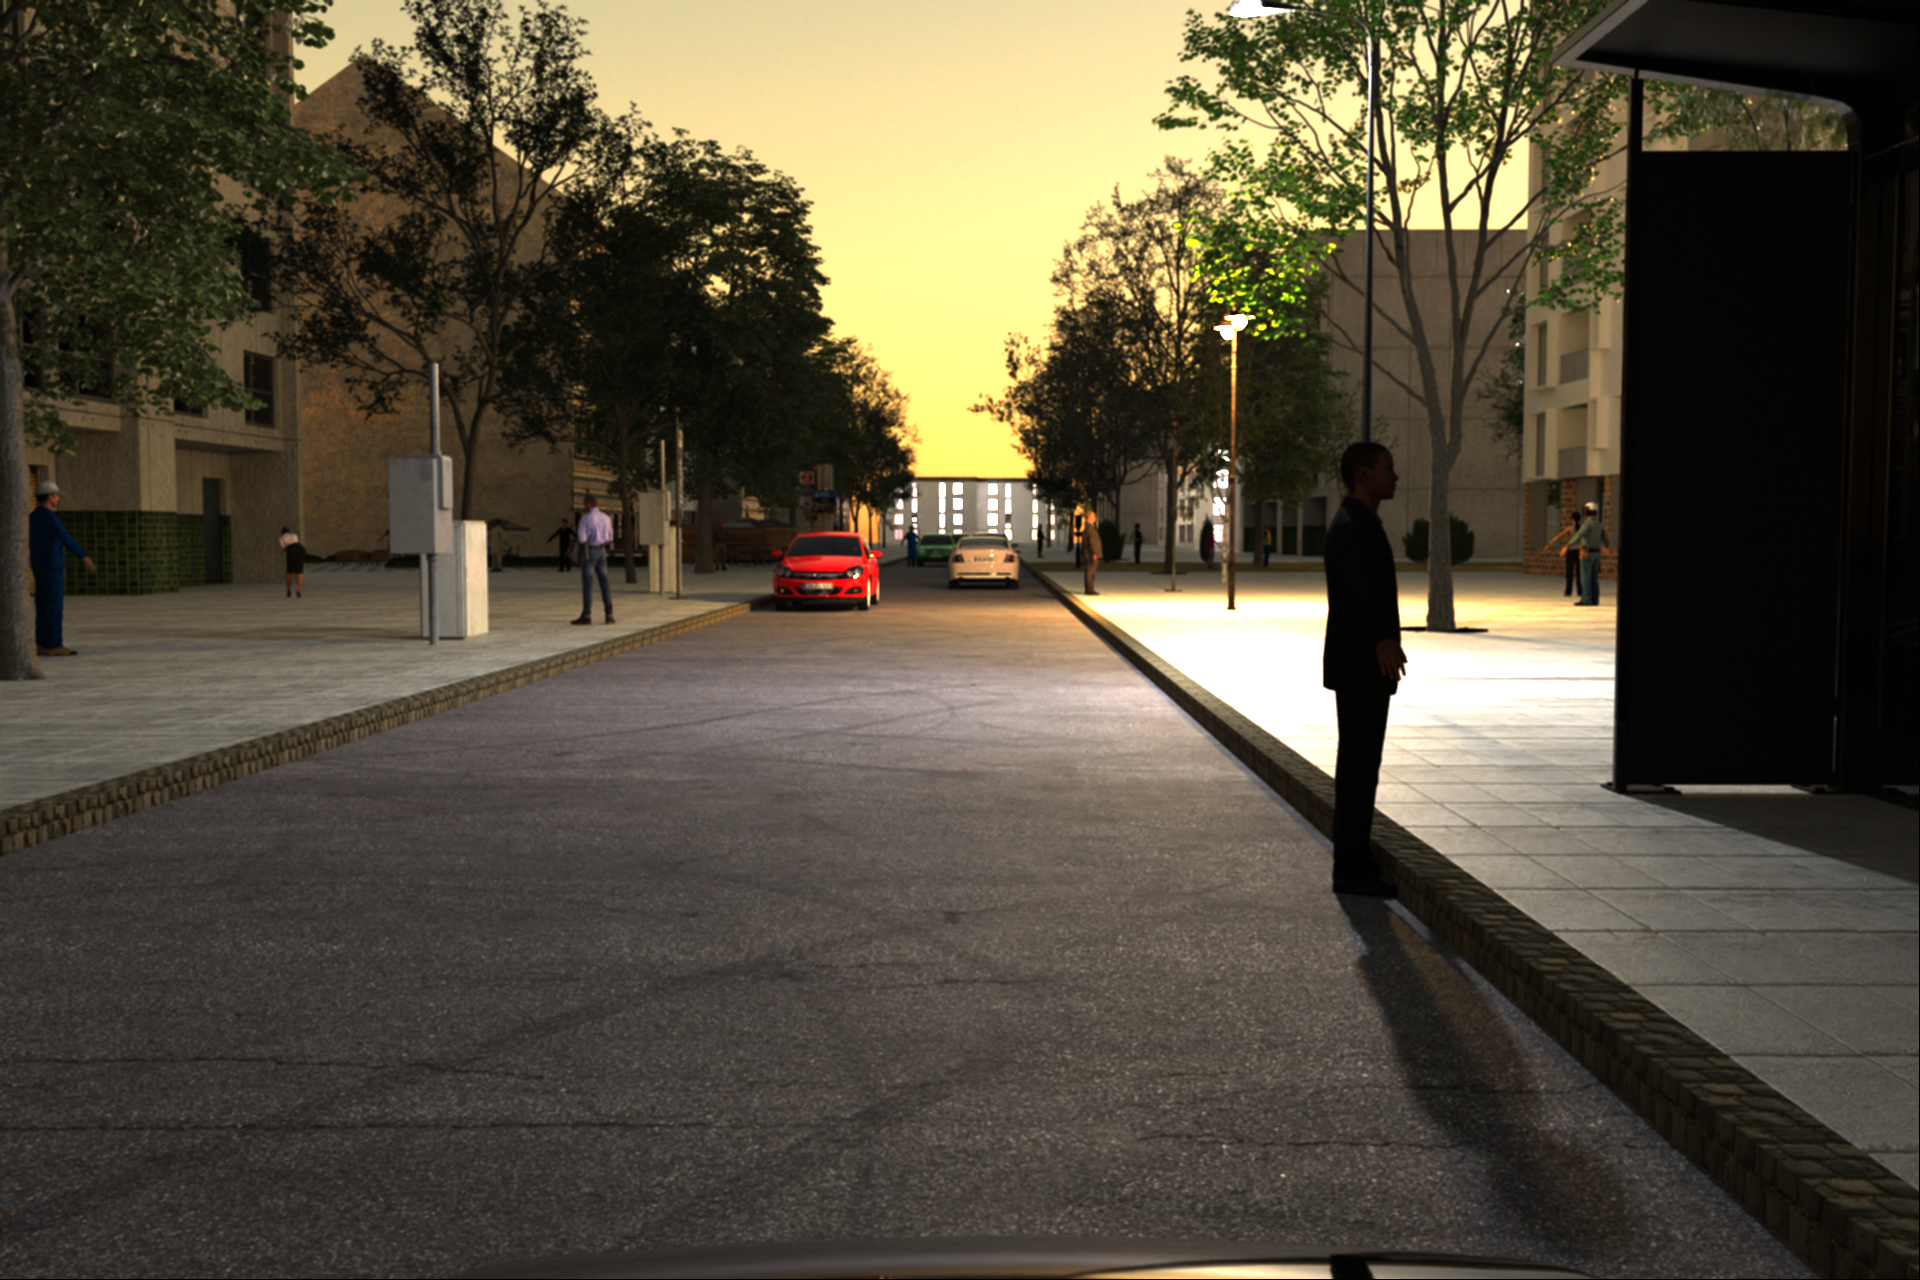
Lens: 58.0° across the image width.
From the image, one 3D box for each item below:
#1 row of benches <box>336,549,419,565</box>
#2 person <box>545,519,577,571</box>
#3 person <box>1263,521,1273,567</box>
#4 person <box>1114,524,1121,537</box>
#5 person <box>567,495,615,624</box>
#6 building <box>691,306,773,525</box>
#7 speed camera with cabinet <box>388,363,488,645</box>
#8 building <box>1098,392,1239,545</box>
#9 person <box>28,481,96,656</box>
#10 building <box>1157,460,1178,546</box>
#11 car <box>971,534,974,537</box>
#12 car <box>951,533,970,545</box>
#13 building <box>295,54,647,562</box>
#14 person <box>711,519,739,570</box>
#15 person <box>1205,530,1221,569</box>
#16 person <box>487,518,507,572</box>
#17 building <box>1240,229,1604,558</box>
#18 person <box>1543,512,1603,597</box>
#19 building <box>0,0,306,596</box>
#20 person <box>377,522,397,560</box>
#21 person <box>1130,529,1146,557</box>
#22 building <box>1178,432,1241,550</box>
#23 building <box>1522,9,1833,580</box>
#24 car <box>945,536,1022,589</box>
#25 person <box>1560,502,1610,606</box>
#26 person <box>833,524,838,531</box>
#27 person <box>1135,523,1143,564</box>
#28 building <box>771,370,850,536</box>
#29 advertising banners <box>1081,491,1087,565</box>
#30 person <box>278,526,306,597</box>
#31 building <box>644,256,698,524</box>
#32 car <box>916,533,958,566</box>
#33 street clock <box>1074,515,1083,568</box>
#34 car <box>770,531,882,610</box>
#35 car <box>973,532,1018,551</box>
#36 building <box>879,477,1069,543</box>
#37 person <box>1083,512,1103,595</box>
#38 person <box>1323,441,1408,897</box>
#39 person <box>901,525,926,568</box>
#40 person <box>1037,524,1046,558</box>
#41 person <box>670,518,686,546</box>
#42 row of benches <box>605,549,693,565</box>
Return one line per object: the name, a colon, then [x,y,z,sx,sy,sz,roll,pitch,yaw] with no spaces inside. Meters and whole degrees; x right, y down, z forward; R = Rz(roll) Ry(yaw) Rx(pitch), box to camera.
row of benches: [-23.701,-3.442,71.731,4.104,0.672,1.422,0,4,5]
person: [-13.571,-3.254,59.388,1.347,1.806,0.705,1,4,15]
person: [11.952,-3.701,66.978,0.721,1.772,1.216,1,4,20]
person: [8.004,-5.097,89.198,0.705,1.847,1.347,-2,4,-27]
person: [-5.273,-1.147,24.659,0.599,1.838,0.709,3,5,44]
building: [-25.437,-18.799,138.291,19.493,23.208,18.063,0,4,1]
speed camera with cabinet: [-6.275,-1.622,20.858,0.660,3.252,2.038,0,4,1]
building: [27.039,-21.740,221.910,16.747,18.905,31.486,0,4,1]
person: [-9.607,-0.760,18.311,1.347,1.842,0.705,2,4,34]
building: [27.297,-14.977,187.013,9.099,9.664,28.070,0,4,0]
car: [1.397,-6.667,120.802,2.131,1.459,4.920,0,4,1]
car: [-0.101,-5.255,94.720,1.959,1.807,4.718,0,4,1]
building: [-27.166,-15.781,88.944,19.493,23.208,18.063,0,4,1]
person: [-8.470,-3.366,61.311,1.348,1.796,0.705,-2,4,-32]
person: [9.228,-3.304,63.280,0.599,1.433,0.991,-2,4,-27]
person: [-15.742,-3.220,58.736,1.344,1.819,0.704,3,4,38]
building: [28.507,-14.848,109.223,16.747,18.905,31.486,0,4,1]
person: [12.617,-1.761,35.608,1.217,1.737,0.721,0,4,1]
building: [-25.486,-9.938,28.944,16.747,18.905,31.486,0,3,0]
person: [-22.963,-3.906,70.004,0.704,1.843,1.345,2,4,33]
person: [9.765,-5.457,95.409,0.705,1.806,1.347,-2,4,-32]
building: [23.636,-12.178,141.255,9.099,9.664,28.070,0,4,1]
building: [23.183,-12.064,53.671,16.016,20.090,11.380,0,4,1]
car: [0.624,-2.083,46.427,2.083,1.381,4.827,0,4,0]
person: [11.255,-1.540,31.016,1.345,1.849,0.704,-2,4,-35]
person: [-6.853,-5.502,95.740,0.705,1.856,1.354,0,4,0]
person: [7.805,-4.186,75.162,0.721,1.740,1.216,1,4,14]
building: [-22.004,-21.909,189.138,19.493,23.208,18.063,0,4,1]
advertising banners: [5.088,-4.590,71.232,0.090,3.025,2.074,0,4,-1]
person: [-13.620,-1.595,35.302,0.799,1.438,0.628,1,4,19]
building: [-24.261,-15.788,114.550,16.016,20.090,11.380,0,4,1]
car: [-1.036,-4.237,78.066,1.959,1.807,4.718,0,4,1]
street clock: [4.465,-3.717,65.335,0.358,2.002,0.471,0,4,0]
car: [-2.569,-1.517,33.838,2.155,1.783,4.494,0,4,1]
car: [1.021,-3.028,59.092,1.945,1.707,3.694,0,4,1]
building: [2.072,-18.956,254.540,28.070,9.664,9.099,0,4,-4]
person: [2.813,-1.839,36.667,0.434,1.755,0.990,0,4,0]
person: [1.652,0.104,6.989,0.704,1.802,1.346,1,4,12]
person: [-2.045,-4.013,74.198,1.347,1.817,0.704,-3,5,-40]
person: [4.351,-5.331,93.294,0.704,1.812,1.346,1,4,21]
person: [-8.711,-2.827,52.677,0.721,1.778,1.216,-3,5,-43]
row of benches: [-13.112,-3.423,71.436,4.104,0.672,1.422,0,4,-2]
